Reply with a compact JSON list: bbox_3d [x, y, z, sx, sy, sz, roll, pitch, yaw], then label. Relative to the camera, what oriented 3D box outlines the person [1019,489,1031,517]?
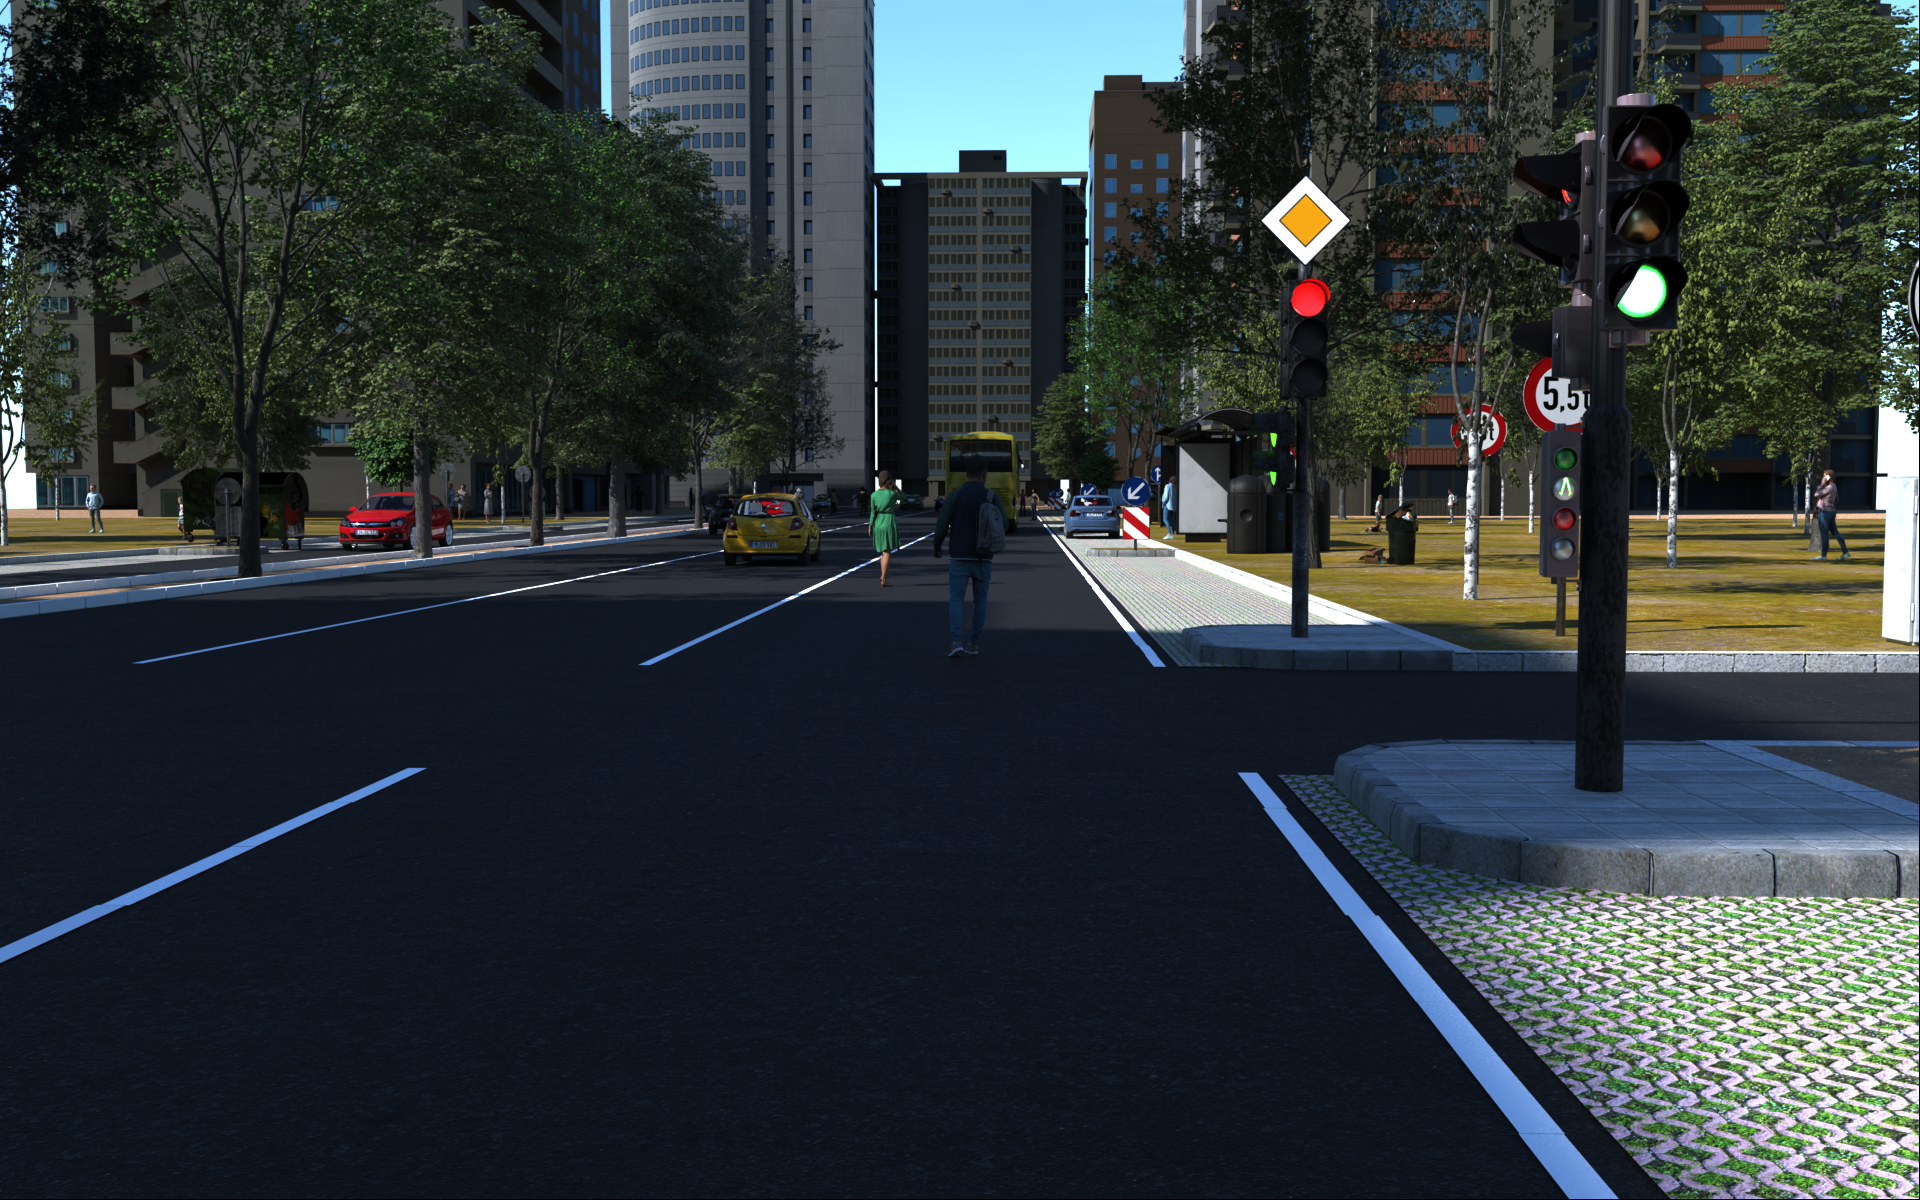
[{"bbox_3d":[3.973,-6.109,109.069,1.217,1.739,0.721,0,4,-8],"label":"person"}]

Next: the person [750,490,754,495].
[{"bbox_3d":[-14.669,-6.976,123.108,0.990,1.755,0.434,1,4,12],"label":"person"}]

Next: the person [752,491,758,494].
[{"bbox_3d":[-14.459,-6.951,122.085,1.348,1.831,0.705,-2,4,-28],"label":"person"}]

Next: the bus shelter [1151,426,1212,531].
[{"bbox_3d":[8.068,-4.401,63.245,1.731,3.624,6.357,0,4,2],"label":"bus shelter"}]

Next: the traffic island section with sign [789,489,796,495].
[{"bbox_3d":[-14.075,-8.393,145.860,1.989,1.847,2.006,0,4,2],"label":"traffic island section with sign"}]

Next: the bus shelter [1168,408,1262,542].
[{"bbox_3d":[6.436,-3.024,43.371,2.014,3.302,5.546,0,4,2],"label":"bus shelter"}]

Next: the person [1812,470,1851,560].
[{"bbox_3d":[16.891,-1.646,33.539,0.643,1.750,0.593,3,5,41],"label":"person"}]

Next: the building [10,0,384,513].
[{"bbox_3d":[-64.956,-32.141,149.200,21.600,48.544,21.300,0,4,2],"label":"building"}]

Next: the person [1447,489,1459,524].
[{"bbox_3d":[21.457,-4.095,75.585,0.523,1.515,0.503,-3,4,-36],"label":"person"}]

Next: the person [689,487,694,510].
[{"bbox_3d":[-21.385,-8.061,137.969,0.705,1.807,1.348,-1,4,-13],"label":"person"}]

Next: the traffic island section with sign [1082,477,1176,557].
[{"bbox_3d":[3.919,-1.927,40.130,1.989,1.847,2.006,0,4,2],"label":"traffic island section with sign"}]

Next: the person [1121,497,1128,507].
[{"bbox_3d":[16.157,-9.833,166.837,1.348,1.821,0.705,-2,4,-24],"label":"person"}]

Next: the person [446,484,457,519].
[{"bbox_3d":[-25.775,-4.988,87.690,0.616,1.811,0.778,-3,4,-38],"label":"person"}]

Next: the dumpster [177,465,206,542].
[{"bbox_3d":[-19.934,-2.700,46.634,1.502,2.255,1.985,0,4,2],"label":"dumpster"}]

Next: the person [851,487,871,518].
[{"bbox_3d":[-5.767,-5.781,102.654,1.348,1.869,0.705,0,4,-3],"label":"person"}]

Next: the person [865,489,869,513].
[{"bbox_3d":[-7.253,-7.717,134.635,0.705,1.831,1.348,-1,4,-8],"label":"person"}]

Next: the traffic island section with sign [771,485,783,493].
[{"bbox_3d":[-9.676,-5.057,90.825,2.006,1.907,1.989,0,4,2],"label":"traffic island section with sign"}]

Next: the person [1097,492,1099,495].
[{"bbox_3d":[8.366,-5.974,106.906,0.799,1.438,0.628,3,4,37],"label":"person"}]

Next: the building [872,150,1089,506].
[{"bbox_3d":[2.539,-30.974,198.313,23.993,40.220,32.217,0,4,2],"label":"building"}]

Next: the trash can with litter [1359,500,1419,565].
[{"bbox_3d":[7.829,-1.239,31.643,1.055,1.170,0.624,2,4,32],"label":"trash can with litter"}]

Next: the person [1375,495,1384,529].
[{"bbox_3d":[15.245,-3.193,62.935,0.332,1.250,0.352,-1,4,-21],"label":"person"}]

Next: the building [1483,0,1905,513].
[{"bbox_3d":[62.218,-30.037,145.734,28.867,44.769,22.147,0,4,2],"label":"building"}]

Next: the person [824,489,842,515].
[{"bbox_3d":[-8.885,-6.900,121.417,1.348,1.812,0.705,-2,4,-24],"label":"person"}]

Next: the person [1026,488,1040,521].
[{"bbox_3d":[3.894,-5.102,92.634,0.721,1.735,1.217,-2,4,-33],"label":"person"}]

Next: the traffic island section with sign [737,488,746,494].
[{"bbox_3d":[-15.002,-6.746,118.921,1.989,1.847,2.006,0,4,2],"label":"traffic island section with sign"}]

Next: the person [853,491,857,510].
[{"bbox_3d":[-9.615,-9.148,158.734,0.551,1.740,0.621,1,4,22],"label":"person"}]

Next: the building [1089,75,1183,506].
[{"bbox_3d":[21.357,-32.934,188.584,14.200,45.320,14.600,0,4,2],"label":"building"}]

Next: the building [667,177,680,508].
[{"bbox_3d":[-32.296,-23.299,152.641,14.107,30.474,14.160,0,4,2],"label":"building"}]

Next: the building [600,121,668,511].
[{"bbox_3d":[-31.468,-22.189,134.498,14.160,30.474,14.107,0,4,2],"label":"building"}]

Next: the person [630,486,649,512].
[{"bbox_3d":[-22.397,-7.051,120.961,1.348,1.869,0.705,-2,4,-29],"label":"person"}]

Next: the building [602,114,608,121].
[{"bbox_3d":[-52.645,-33.001,194.186,28.867,44.769,22.147,0,4,2],"label":"building"}]

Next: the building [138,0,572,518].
[{"bbox_3d":[-36.451,-29.260,102.104,21.300,48.544,21.600,0,4,2],"label":"building"}]

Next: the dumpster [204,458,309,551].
[{"bbox_3d":[-17.781,-2.389,44.016,1.985,2.255,1.502,0,4,3],"label":"dumpster"}]

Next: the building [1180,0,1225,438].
[{"bbox_3d":[28.942,-36.752,142.900,21.231,58.520,28.212,0,4,2],"label":"building"}]

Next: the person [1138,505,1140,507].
[{"bbox_3d":[12.220,-6.647,117.948,0.697,1.427,0.421,3,4,39],"label":"person"}]

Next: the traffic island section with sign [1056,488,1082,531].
[{"bbox_3d":[4.855,-3.578,67.135,1.989,1.847,2.006,0,4,2],"label":"traffic island section with sign"}]

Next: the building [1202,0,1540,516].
[{"bbox_3d":[27.727,-28.077,113.684,22.147,44.769,28.867,0,4,2],"label":"building"}]

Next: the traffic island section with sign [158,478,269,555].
[{"bbox_3d":[-17.667,-1.996,41.260,1.989,1.847,2.006,0,4,2],"label":"traffic island section with sign"}]

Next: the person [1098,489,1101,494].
[{"bbox_3d":[11.807,-8.570,146.168,1.348,1.822,0.705,1,4,16],"label":"person"}]

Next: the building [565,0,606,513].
[{"bbox_3d":[-33.304,-28.738,119.972,14.600,45.320,14.200,0,4,2],"label":"building"}]

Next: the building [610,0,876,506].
[{"bbox_3d":[-23.767,-39.828,193.185,28.212,58.520,21.231,0,4,2],"label":"building"}]

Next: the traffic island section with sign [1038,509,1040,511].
[{"bbox_3d":[7.508,-8.312,144.534,1.989,1.847,2.006,0,4,2],"label":"traffic island section with sign"}]

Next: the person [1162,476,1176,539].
[{"bbox_3d":[6.010,-2.638,49.438,0.793,1.790,0.793,1,4,15],"label":"person"}]

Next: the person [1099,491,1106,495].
[{"bbox_3d":[11.397,-8.170,139.498,0.599,1.838,0.709,-2,4,-29],"label":"person"}]

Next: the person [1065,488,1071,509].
[{"bbox_3d":[6.743,-6.075,107.910,0.705,1.814,1.350,0,4,-6],"label":"person"}]

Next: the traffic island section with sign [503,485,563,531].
[{"bbox_3d":[-16.752,-3.644,68.200,1.989,1.847,2.006,0,4,2],"label":"traffic island section with sign"}]

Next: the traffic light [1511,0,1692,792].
[{"bbox_3d":[0.663,-2.001,7.383,4.771,5.953,1.251,0,4,2],"label":"traffic light"}]

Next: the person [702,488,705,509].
[{"bbox_3d":[-21.546,-8.486,144.654,0.709,1.838,0.599,-1,4,-10],"label":"person"}]

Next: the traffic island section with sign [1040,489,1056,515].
[{"bbox_3d":[6.568,-6.643,117.240,1.989,1.847,2.006,0,4,2],"label":"traffic island section with sign"}]

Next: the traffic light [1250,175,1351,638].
[{"bbox_3d":[3.031,-1.622,15.433,0.839,4.253,0.868,0,4,2],"label":"traffic light"}]

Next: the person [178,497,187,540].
[{"bbox_3d":[-21.552,-2.273,48.219,0.505,1.210,0.382,3,4,38],"label":"person"}]
